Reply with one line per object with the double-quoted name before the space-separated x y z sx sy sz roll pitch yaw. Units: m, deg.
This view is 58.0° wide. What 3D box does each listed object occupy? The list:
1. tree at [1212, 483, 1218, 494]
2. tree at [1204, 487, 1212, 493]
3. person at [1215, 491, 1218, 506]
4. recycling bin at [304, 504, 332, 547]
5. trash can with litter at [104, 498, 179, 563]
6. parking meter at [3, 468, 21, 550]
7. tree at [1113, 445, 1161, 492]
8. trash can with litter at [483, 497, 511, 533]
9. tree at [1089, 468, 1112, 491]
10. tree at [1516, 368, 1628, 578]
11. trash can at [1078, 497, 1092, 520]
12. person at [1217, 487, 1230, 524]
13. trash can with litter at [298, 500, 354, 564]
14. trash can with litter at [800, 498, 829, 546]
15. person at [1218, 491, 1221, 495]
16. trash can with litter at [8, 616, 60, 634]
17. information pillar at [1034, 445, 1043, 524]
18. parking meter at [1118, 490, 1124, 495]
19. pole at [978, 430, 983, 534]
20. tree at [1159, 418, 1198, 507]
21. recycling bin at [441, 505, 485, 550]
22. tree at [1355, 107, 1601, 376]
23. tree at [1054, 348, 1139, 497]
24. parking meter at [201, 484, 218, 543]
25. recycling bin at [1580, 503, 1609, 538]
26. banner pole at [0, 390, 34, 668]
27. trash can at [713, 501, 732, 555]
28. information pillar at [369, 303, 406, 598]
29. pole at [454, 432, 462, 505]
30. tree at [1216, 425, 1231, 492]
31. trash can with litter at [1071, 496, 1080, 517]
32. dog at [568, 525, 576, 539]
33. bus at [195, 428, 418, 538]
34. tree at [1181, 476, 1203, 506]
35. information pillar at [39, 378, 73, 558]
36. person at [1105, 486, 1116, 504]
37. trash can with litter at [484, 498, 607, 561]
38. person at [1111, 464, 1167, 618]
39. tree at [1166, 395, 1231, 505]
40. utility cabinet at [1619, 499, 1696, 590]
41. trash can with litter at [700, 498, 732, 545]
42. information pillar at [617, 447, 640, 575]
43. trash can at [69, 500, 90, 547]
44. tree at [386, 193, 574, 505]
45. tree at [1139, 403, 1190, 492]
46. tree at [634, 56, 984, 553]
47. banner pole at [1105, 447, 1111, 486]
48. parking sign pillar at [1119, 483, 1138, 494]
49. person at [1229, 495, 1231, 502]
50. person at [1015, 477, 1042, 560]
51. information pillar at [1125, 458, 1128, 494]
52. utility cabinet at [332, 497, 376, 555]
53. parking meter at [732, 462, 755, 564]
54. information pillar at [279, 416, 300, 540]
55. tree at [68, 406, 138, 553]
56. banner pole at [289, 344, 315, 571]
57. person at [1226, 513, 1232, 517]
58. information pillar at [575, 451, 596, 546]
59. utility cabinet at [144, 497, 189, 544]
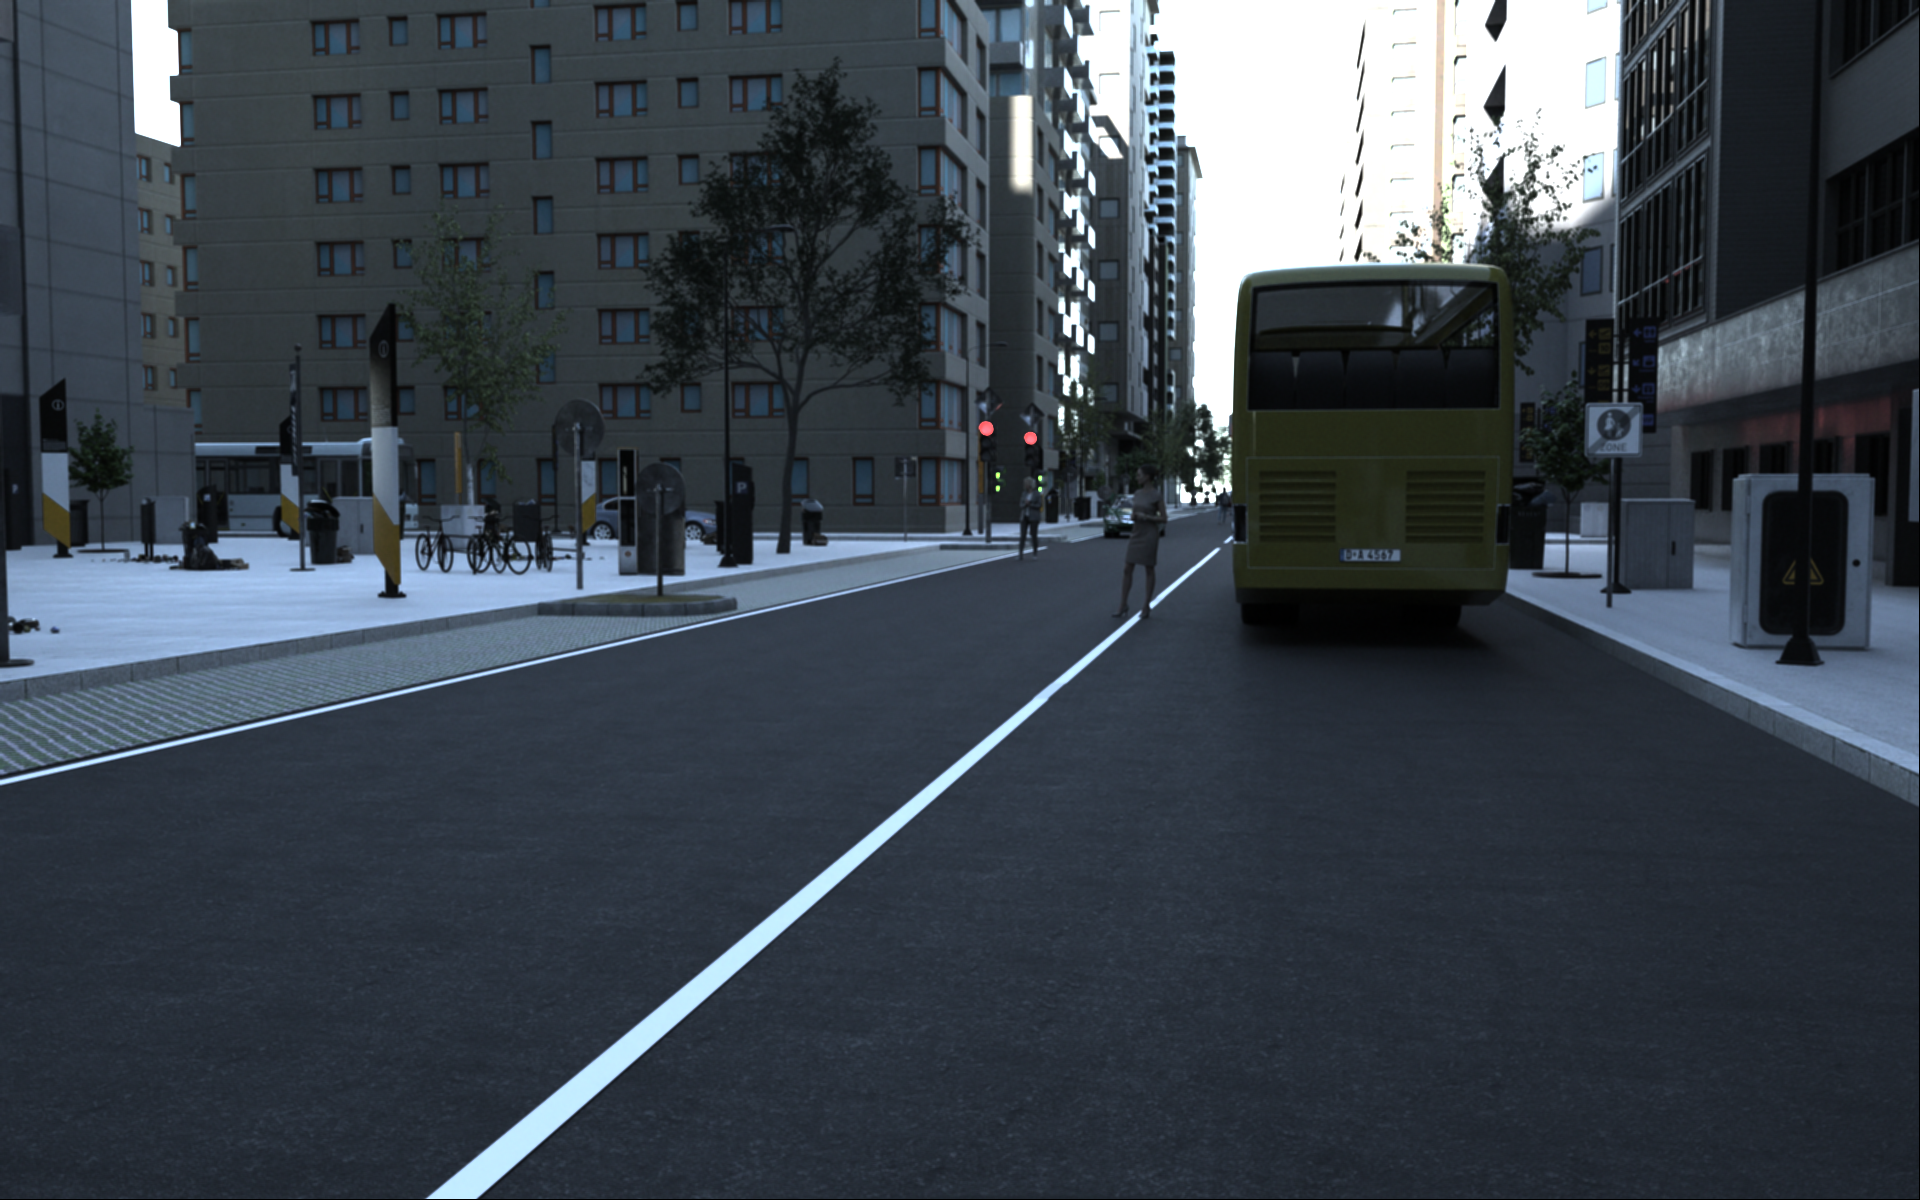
"tree" 38.798 -16.512 264.564 1.663 3.219 1.824 0 3 0
"tree" 31.627 -14.266 227.847 1.663 3.219 1.824 0 3 0
"person" 27.204 -10.637 183.143 0.721 1.736 1.217 2 4 29
"recycling bin" -15.549 -1.827 42.430 0.722 1.027 0.722 2 4 35
"trash can with litter" -15.405 -1.329 32.783 1.678 1.210 2.233 -2 4 -35
"parking meter" -21.661 -2.068 39.524 0.255 1.863 0.399 0 4 4
"tree" 11.875 -8.103 116.195 4.285 4.588 4.351 0 3 0
"trash can with litter" -15.231 -2.794 57.077 1.055 1.170 0.624 2 4 32
"tree" 10.187 -8.044 126.120 1.663 3.219 1.824 0 3 0
"tree" 9.532 -1.963 26.704 1.663 3.219 1.824 0 3 0
"trash can" 6.212 -4.570 86.369 0.748 1.137 0.748 0 3 0
"person" 12.775 -4.599 84.036 0.623 1.781 0.721 0 4 4
"trash can with litter" -11.677 -1.259 31.974 0.624 1.170 1.055 1 4 9
"trash can with litter" -3.566 -1.947 43.218 0.624 1.170 1.055 -2 4 -28
"person" 32.147 -12.576 214.208 1.348 1.812 0.705 -3 5 -40
"trash can with litter" -9.139 -0.288 15.763 1.678 1.210 2.233 0 4 -6
"information pillar" 3.369 -5.115 74.991 0.504 3.616 0.183 -2 4 -31
"parking meter" 10.279 -6.248 110.559 0.372 1.533 0.369 0 3 0
"pole" 0.665 -3.765 55.408 0.158 3.312 0.155 0 3 0
"tree" 21.256 -13.265 167.248 4.360 8.622 3.978 0 3 0
"recycling bin" -11.485 -1.681 40.031 0.722 1.027 0.722 2 4 25
"tree" 10.030 -5.059 33.085 4.737 8.622 4.395 0 3 0
"tree" 6.212 -8.420 88.023 4.737 8.622 4.395 0 3 0
"parking meter" -19.649 -2.259 45.338 0.372 1.533 0.369 0 3 0
"recycling bin" 18.652 -2.344 50.874 0.722 1.027 0.722 2 4 26
"banner pole" -7.356 -1.403 12.964 0.863 3.779 0.401 2 4 30
"trash can" -4.882 -1.544 36.898 0.748 1.137 0.748 0 3 0
"information pillar" -7.118 -1.841 21.460 0.504 3.616 0.183 3 5 41
"pole" -16.480 -3.858 56.921 0.158 3.312 0.155 0 3 0
"tree" 42.926 -22.392 284.227 7.486 12.596 7.792 0 3 0
"trash can with litter" 6.443 -5.100 94.773 0.624 1.170 1.055 1 4 10
"dog" -11.402 -1.976 51.601 0.406 0.507 0.540 1 4 10
"bus" -22.639 -3.598 53.689 13.247 3.499 2.948 1 4 12
"tree" 28.357 -13.277 211.687 1.663 3.219 1.824 0 3 0
"information pillar" -18.161 -2.656 34.781 0.504 3.616 0.183 -2 4 -35
"person" 6.898 -4.346 79.808 0.600 1.795 0.529 0 4 8
"trash can with litter" -8.042 -1.386 33.718 2.233 1.210 1.678 0 4 -6
"person" 2.085 -0.687 20.075 0.599 1.781 0.374 3 5 44
"tree" 27.154 -17.396 201.424 9.611 12.733 9.660 0 3 0
"utility cabinet" 9.400 -0.750 23.428 1.020 1.237 0.306 -1 4 -11
"trash can with litter" -6.095 -1.979 43.745 1.055 1.170 0.624 2 4 28
"information pillar" -5.243 -1.403 27.436 0.304 2.012 0.304 0 4 -2
"trash can" -21.627 -1.873 42.279 0.748 1.137 0.748 0 3 0
"tree" -12.083 -5.692 43.420 4.737 8.622 4.395 0 3 0
"tree" 16.288 -11.583 139.739 4.737 8.622 4.395 0 3 0
"tree" -3.516 -6.273 36.970 7.601 10.594 8.767 2 4 24
"banner pole" 7.976 -6.318 93.314 0.401 3.779 0.863 -1 4 -16
"parking sign pillar" 11.997 -8.244 123.260 1.447 3.967 1.447 1 4 21
"person" 19.334 -6.946 121.837 0.659 1.850 0.755 3 4 38
"person" 1.524 -1.774 37.681 0.537 1.800 0.526 2 4 35
"information pillar" 10.804 -7.389 112.157 0.183 3.616 0.504 -1 4 -9
"utility cabinet" -12.812 -1.569 36.814 1.020 1.237 0.306 1 4 13
"parking meter" -3.953 -1.584 31.615 0.399 1.863 0.255 0 4 0
"information pillar" -18.622 -3.474 48.154 0.504 3.616 0.183 0 4 -3
"tree" -19.030 -2.659 38.081 1.663 3.219 1.824 0 3 0
"banner pole" -11.156 -2.393 29.143 0.401 3.779 0.863 -2 4 -33
"person" 12.637 -3.951 78.595 0.738 1.151 1.012 -1 4 -18
"information pillar" -9.343 -3.168 43.151 0.504 3.616 0.183 0 4 0
"utility cabinet" -20.228 -2.020 44.185 1.020 1.237 0.306 0 4 -3
